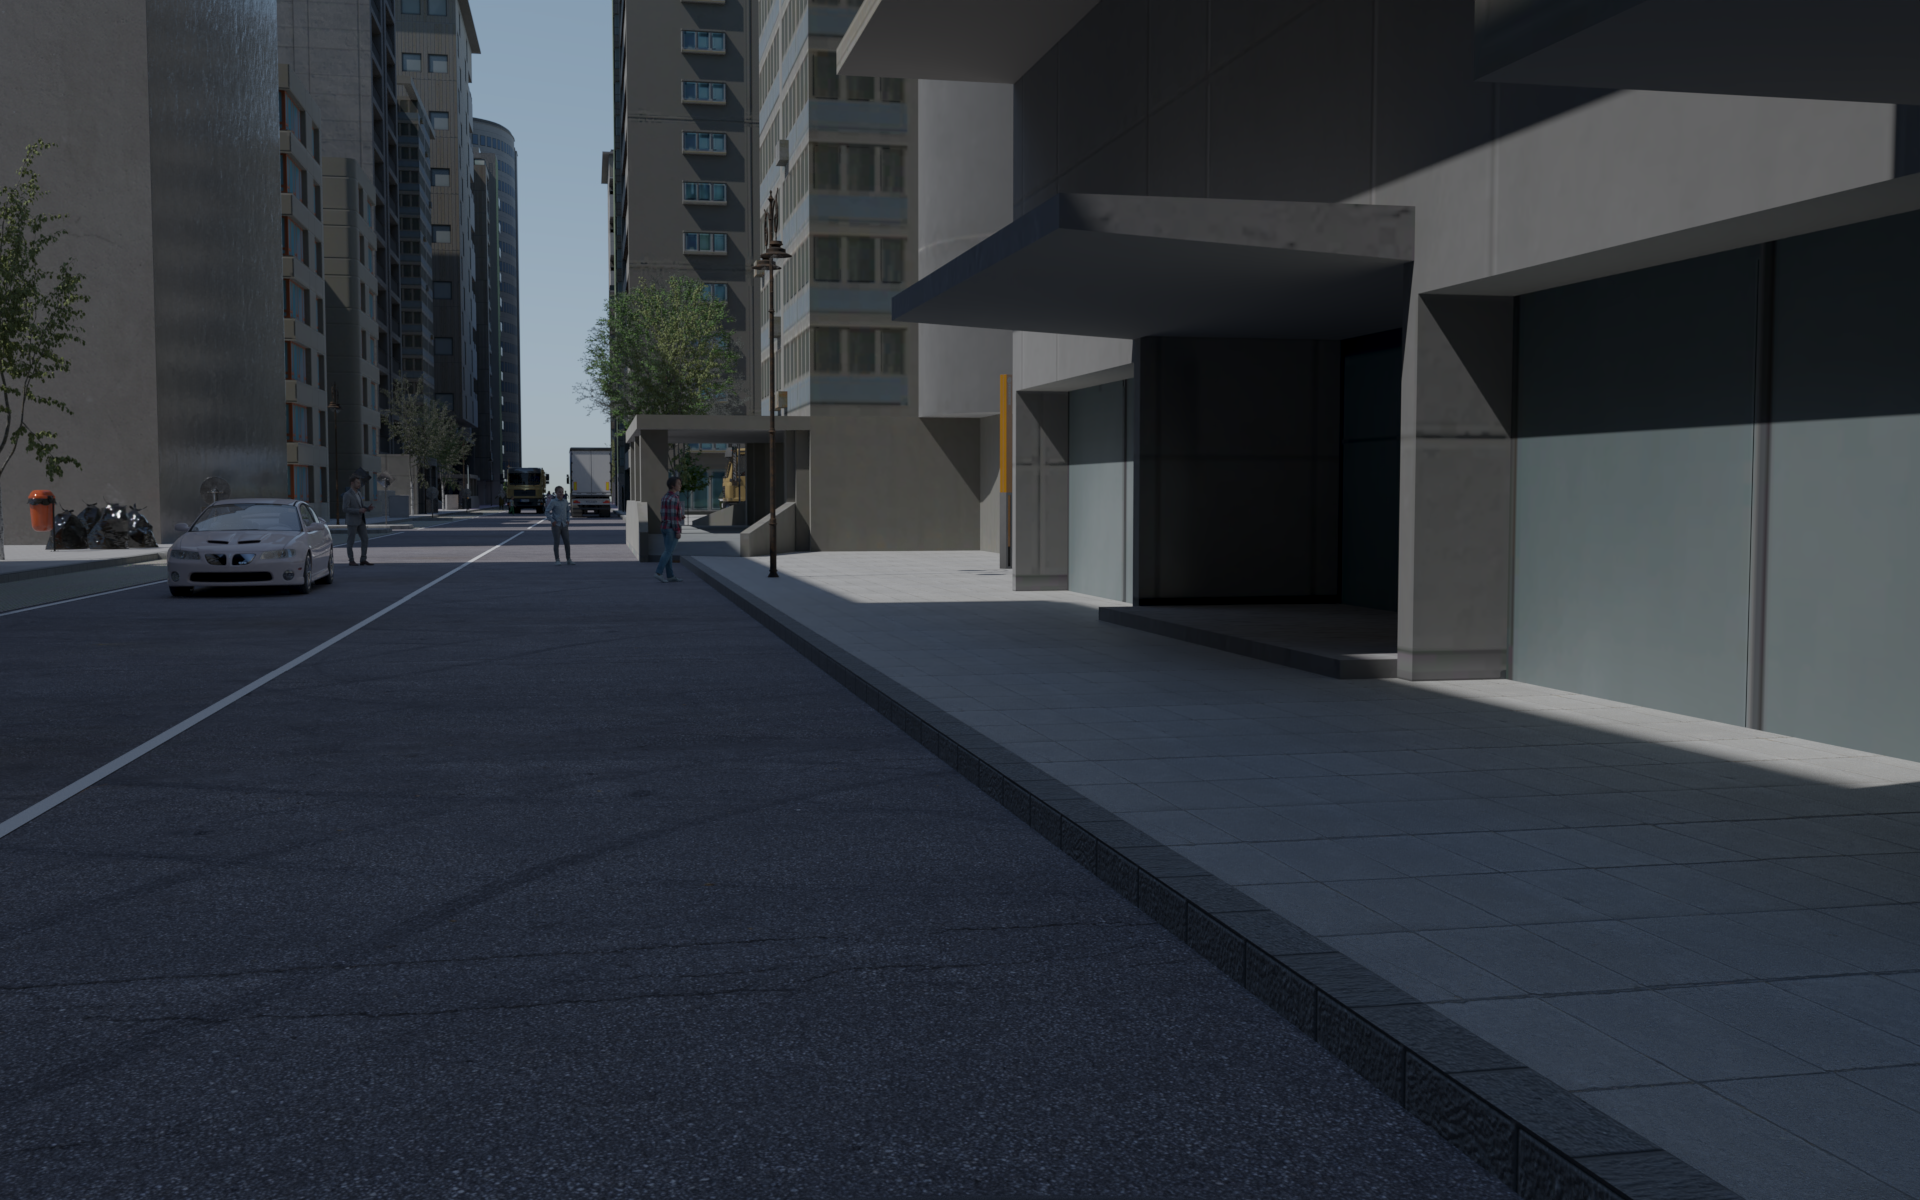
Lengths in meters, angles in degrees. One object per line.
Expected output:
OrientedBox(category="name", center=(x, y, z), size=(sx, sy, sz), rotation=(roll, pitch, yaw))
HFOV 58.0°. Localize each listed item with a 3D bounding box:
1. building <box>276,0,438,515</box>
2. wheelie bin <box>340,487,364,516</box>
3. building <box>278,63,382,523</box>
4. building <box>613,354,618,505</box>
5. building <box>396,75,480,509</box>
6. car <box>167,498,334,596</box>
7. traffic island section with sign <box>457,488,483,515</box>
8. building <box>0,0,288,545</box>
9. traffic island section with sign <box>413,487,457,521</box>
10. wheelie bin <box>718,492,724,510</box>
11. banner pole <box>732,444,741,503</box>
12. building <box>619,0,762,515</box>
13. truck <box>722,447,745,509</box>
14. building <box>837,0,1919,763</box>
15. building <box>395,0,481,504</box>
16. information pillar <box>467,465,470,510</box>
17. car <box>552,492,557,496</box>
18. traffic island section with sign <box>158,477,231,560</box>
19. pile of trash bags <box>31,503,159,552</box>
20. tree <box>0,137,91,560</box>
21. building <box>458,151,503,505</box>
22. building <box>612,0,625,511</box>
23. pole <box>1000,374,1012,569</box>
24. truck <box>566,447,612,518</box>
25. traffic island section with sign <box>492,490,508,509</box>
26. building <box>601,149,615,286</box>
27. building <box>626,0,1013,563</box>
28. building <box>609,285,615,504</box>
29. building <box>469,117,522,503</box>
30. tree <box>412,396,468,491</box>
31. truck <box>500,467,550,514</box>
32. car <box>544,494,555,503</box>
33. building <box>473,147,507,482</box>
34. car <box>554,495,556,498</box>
OrientedBox(category="building", center=(-45.611, -41.246, 112.624), size=(20.563, 71.187, 20.611), rotation=(-1, 4, -12))
OrientedBox(category="wheelie bin", center=(-26.954, -4.212, 76.782), size=(0.980, 1.594, 0.693), rotation=(-2, 4, -28))
OrientedBox(category="building", center=(-43.459, -14.442, 81.166), size=(27.650, 21.520, 28.899), rotation=(-1, 4, -12))
OrientedBox(category="building", center=(-25.007, -21.503, 196.605), size=(27.650, 21.520, 28.899), rotation=(-1, 4, -12))
OrientedBox(category="building", center=(-59.658, -28.149, 152.124), size=(32.217, 40.220, 23.993), rotation=(-1, 4, -12))
OrientedBox(category="car", center=(-10.579, -0.837, 26.049), size=(2.083, 1.381, 4.827), rotation=(-1, 4, -14))
OrientedBox(category="traffic island section with sign", center=(-33.998, -6.786, 119.571), size=(1.989, 1.847, 2.006), rotation=(-1, 4, -12))
OrientedBox(category="building", center=(-38.968, -14.960, 49.105), size=(34.151, 26.468, 19.350), rotation=(-1, 4, -12))
OrientedBox(category="traffic island section with sign", center=(-28.311, -5.165, 93.070), size=(1.989, 1.847, 2.006), rotation=(-1, 4, -12))
OrientedBox(category="wheelie bin", center=(-10.218, -4.189, 76.392), size=(0.693, 1.594, 0.980), rotation=(-3, 5, -44))
OrientedBox(category="banner pole", center=(-8.197, -4.498, 63.557), size=(0.401, 3.779, 0.863), rotation=(1, 4, 18))
OrientedBox(category="building", center=(-11.736, -30.128, 116.292), size=(21.300, 48.544, 21.600), rotation=(-1, 4, -12))
OrientedBox(category="truck", center=(-5.707, -4.618, 71.425), size=(9.791, 3.379, 3.469), rotation=(-1, 4, -11))
OrientedBox(category="building", center=(14.086, -25.842, 11.763), size=(28.713, 52.752, 27.495), rotation=(-1, 4, -12))
OrientedBox(category="building", center=(-64.364, -36.004, 177.901), size=(28.713, 52.752, 27.495), rotation=(-1, 4, -12))
OrientedBox(category="information pillar", center=(-39.940, -9.125, 140.547), size=(0.183, 3.616, 0.504), rotation=(-1, 4, -13))
OrientedBox(category="car", center=(-69.031, -17.612, 296.622), size=(2.281, 1.827, 5.304), rotation=(-1, 4, -13))
OrientedBox(category="traffic island section with sign", center=(-16.669, -1.839, 38.700), size=(1.989, 1.847, 2.006), rotation=(-1, 4, -12))
OrientedBox(category="pile of trash bags", center=(-20.267, -1.853, 40.054), size=(1.912, 1.369, 3.447), rotation=(0, 4, 7))
OrientedBox(category="tree", center=(-18.618, -5.068, 33.223), size=(4.737, 8.622, 4.395), rotation=(0, 3, 0))
OrientedBox(category="building", center=(-60.804, -31.620, 200.584), size=(14.154, 41.232, 14.086), rotation=(-1, 4, -12))
OrientedBox(category="building", center=(-20.957, -27.971, 140.925), size=(14.154, 41.232, 14.086), rotation=(-1, 4, -12))
OrientedBox(category="pole", center=(0.789, -2.189, 29.642), size=(0.158, 3.312, 0.155), rotation=(0, 3, 0))
OrientedBox(category="truck", center=(-23.327, -7.352, 109.121), size=(2.839, 4.237, 11.283), rotation=(-1, 4, -13))
OrientedBox(category="traffic island section with sign", center=(-44.532, -9.791, 168.713), size=(1.989, 1.847, 2.006), rotation=(-1, 4, -12))
OrientedBox(category="building", center=(-39.163, -41.121, 261.568), size=(28.713, 52.752, 27.495), rotation=(-1, 4, -12))
OrientedBox(category="building", center=(7.593, -21.610, 45.202), size=(32.217, 40.220, 23.993), rotation=(-1, 4, -12))
OrientedBox(category="building", center=(-41.450, -28.663, 240.336), size=(14.160, 30.474, 14.107), rotation=(-1, 4, -12))
OrientedBox(category="building", center=(-79.171, -44.333, 266.839), size=(21.231, 58.520, 28.212), rotation=(-1, 4, -12))
OrientedBox(category="tree", center=(-39.139, -10.948, 129.366), size=(4.737, 8.622, 4.395), rotation=(0, 3, 0))
OrientedBox(category="truck", center=(-31.978, -8.068, 127.833), size=(3.469, 3.379, 9.791), rotation=(-1, 4, -12))
OrientedBox(category="car", center=(-39.056, -9.422, 163.829), size=(2.009, 1.686, 4.222), rotation=(-1, 4, -12))
OrientedBox(category="building", center=(-74.705, -37.796, 237.570), size=(23.786, 49.044, 30.456), rotation=(-1, 4, -12))
OrientedBox(category="car", center=(-44.752, -10.781, 188.844), size=(1.945, 1.354, 3.894), rotation=(-1, 4, -11))
